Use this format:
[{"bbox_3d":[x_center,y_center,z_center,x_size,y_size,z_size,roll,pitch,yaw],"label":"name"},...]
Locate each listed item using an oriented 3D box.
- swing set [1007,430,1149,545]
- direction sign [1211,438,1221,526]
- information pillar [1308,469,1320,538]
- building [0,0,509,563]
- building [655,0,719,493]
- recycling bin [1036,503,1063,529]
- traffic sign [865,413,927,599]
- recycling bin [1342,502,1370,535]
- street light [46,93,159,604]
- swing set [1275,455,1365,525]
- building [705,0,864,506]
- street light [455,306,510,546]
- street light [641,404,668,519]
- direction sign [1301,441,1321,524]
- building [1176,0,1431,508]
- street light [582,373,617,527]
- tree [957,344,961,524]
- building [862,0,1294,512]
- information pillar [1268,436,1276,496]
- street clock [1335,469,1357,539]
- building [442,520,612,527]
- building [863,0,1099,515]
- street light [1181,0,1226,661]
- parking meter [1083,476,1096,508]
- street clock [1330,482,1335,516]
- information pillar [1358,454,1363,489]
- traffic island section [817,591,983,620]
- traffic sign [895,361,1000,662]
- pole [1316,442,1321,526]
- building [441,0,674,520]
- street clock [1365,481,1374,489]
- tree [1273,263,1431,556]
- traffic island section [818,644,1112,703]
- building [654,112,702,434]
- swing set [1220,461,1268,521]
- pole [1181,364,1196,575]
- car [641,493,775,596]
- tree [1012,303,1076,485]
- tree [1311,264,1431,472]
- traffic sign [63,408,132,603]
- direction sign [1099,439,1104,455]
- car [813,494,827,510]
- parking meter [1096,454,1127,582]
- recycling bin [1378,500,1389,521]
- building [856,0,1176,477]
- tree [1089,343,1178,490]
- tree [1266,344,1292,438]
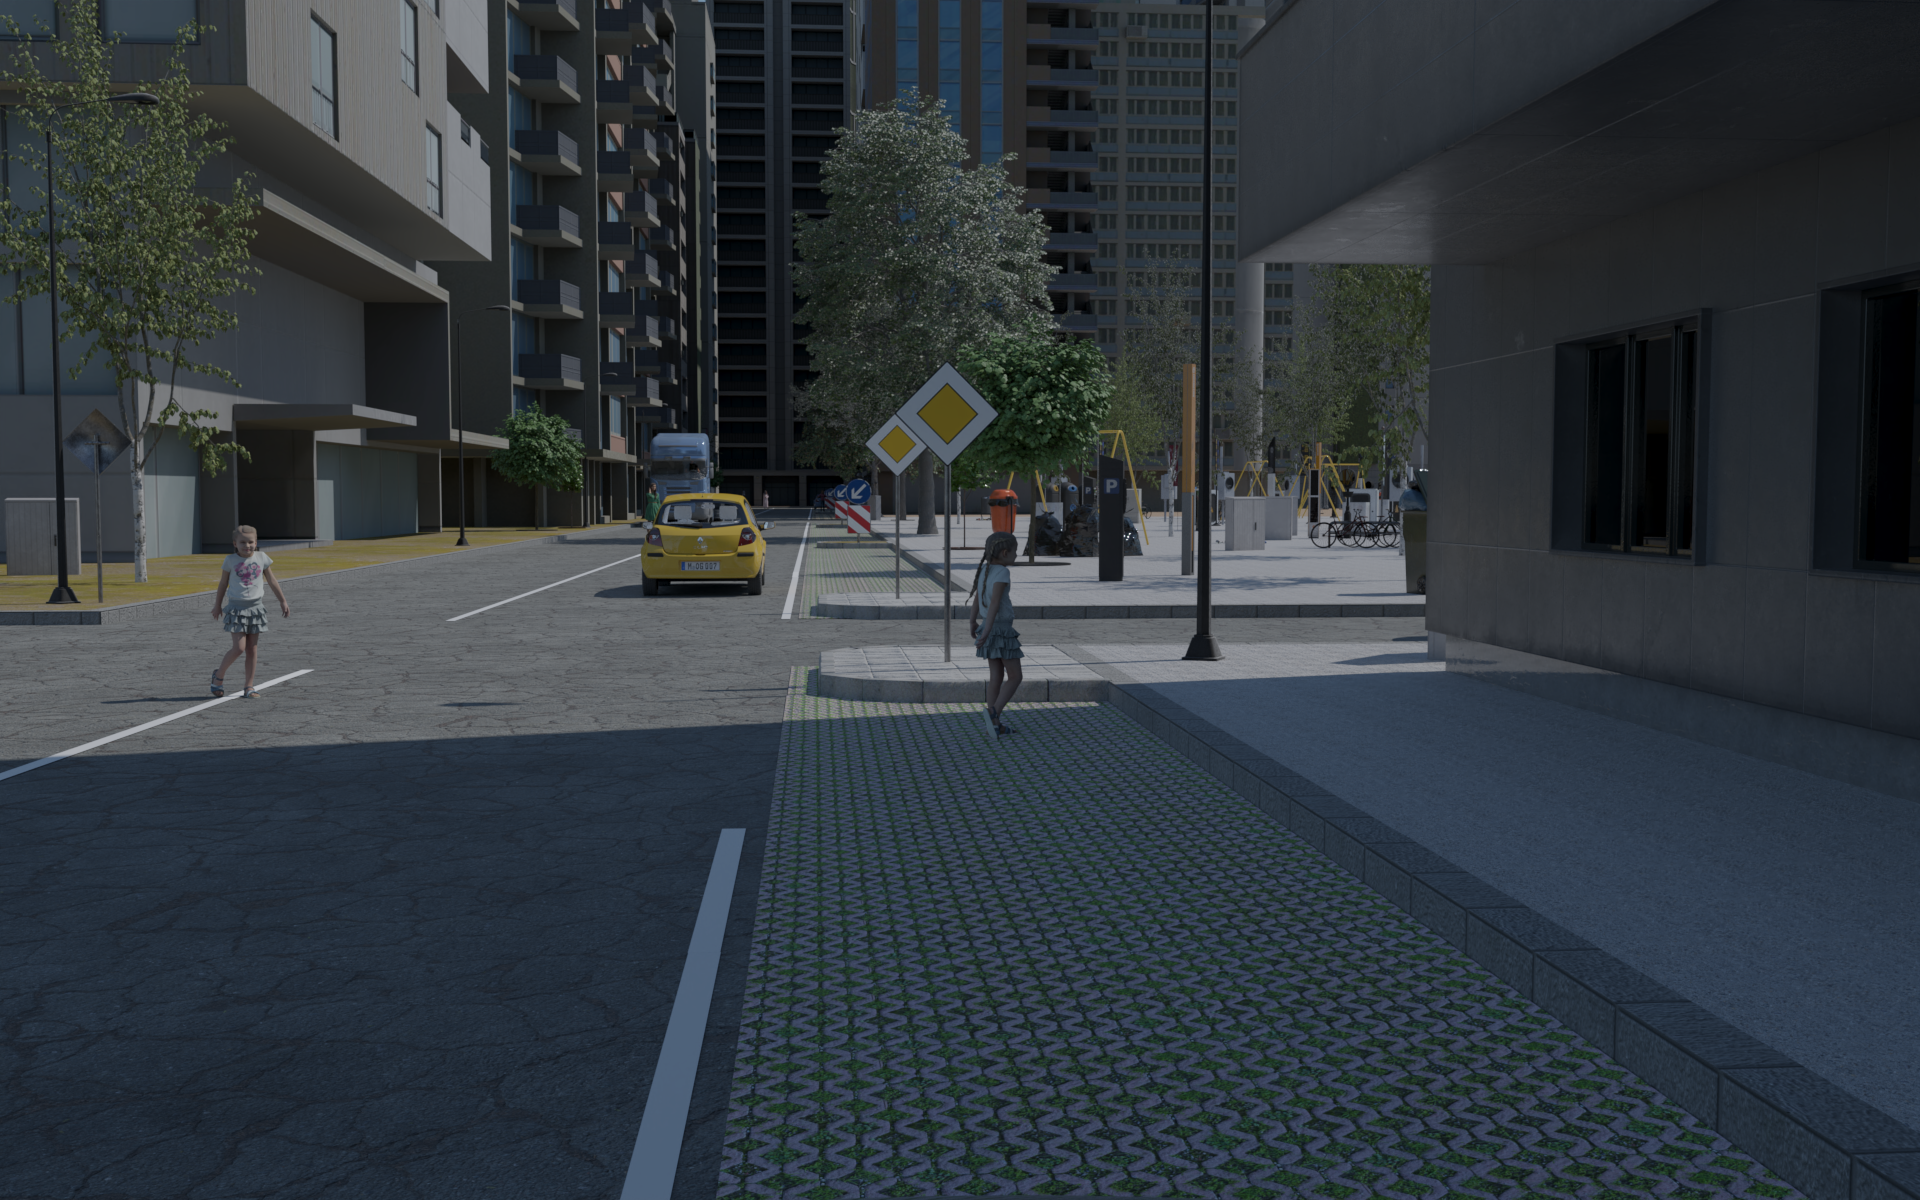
[{"bbox_3d":[2.687,-2.800,43.402,3.119,2.851,2.862,3,4,36],"label":"swing set"},{"bbox_3d":[10.294,-4.739,69.483,0.379,3.537,0.876,1,4,15],"label":"direction sign"},{"bbox_3d":[10.254,-2.796,50.204,0.304,2.012,0.304,0,4,6],"label":"information pillar"},{"bbox_3d":[-27.288,-27.689,41.949,28.713,52.752,27.495,0,4,-5],"label":"building"},{"bbox_3d":[-33.484,-32.728,158.803,21.600,48.544,21.300,0,4,-5],"label":"building"},{"bbox_3d":[2.583,-2.367,51.251,0.722,1.027,0.722,2,4,28],"label":"recycling bin"},{"bbox_3d":[-0.764,-1.069,21.118,0.795,2.450,0.064,0,4,-5],"label":"traffic sign"},{"bbox_3d":[12.153,-2.485,53.176,0.722,1.027,0.722,1,4,22],"label":"recycling bin"},{"bbox_3d":[-9.983,-2.914,20.187,1.470,5.913,1.316,0,4,-5],"label":"street light"},{"bbox_3d":[14.667,-4.487,70.983,2.862,2.851,3.119,0,4,-3],"label":"swing set"},{"bbox_3d":[-16.680,-45.888,188.527,20.611,71.187,20.563,0,4,-5],"label":"building"},{"bbox_3d":[-11.799,-4.298,42.808,1.470,5.913,1.316,0,4,-5],"label":"street light"},{"bbox_3d":[-15.705,-7.122,88.981,1.470,5.913,1.316,0,4,-5],"label":"street light"},{"bbox_3d":[15.090,-5.047,74.523,0.876,3.537,0.379,0,4,-2],"label":"direction sign"},{"bbox_3d":[35.160,-38.062,164.318,28.212,58.520,21.231,0,4,-5],"label":"building"},{"bbox_3d":[-13.848,-5.748,66.524,1.470,5.913,1.316,0,4,-5],"label":"street light"},{"bbox_3d":[-0.286,-7.532,73.517,4.737,8.622,4.395,0,3,0],"label":"tree"},{"bbox_3d":[8.671,-27.021,133.666,32.217,40.220,23.993,0,4,-5],"label":"building"},{"bbox_3d":[12.685,-4.840,70.496,0.183,3.616,0.504,-1,4,-18],"label":"information pillar"},{"bbox_3d":[11.150,-2.767,49.809,0.471,2.002,0.358,2,4,28],"label":"street clock"},{"bbox_3d":[-25.525,-25.930,78.579,22.147,44.769,28.867,0,4,-5],"label":"building"},{"bbox_3d":[0.905,-28.353,113.676,14.600,45.320,14.200,0,4,-5],"label":"building"},{"bbox_3d":[1.352,-2.489,13.232,1.470,5.913,1.316,0,4,-5],"label":"street light"},{"bbox_3d":[4.195,-3.062,55.773,0.399,1.863,0.255,2,4,32],"label":"parking meter"},{"bbox_3d":[21.100,-5.695,97.680,0.358,2.002,0.471,-1,4,-20],"label":"street clock"},{"bbox_3d":[20.999,-6.089,90.913,0.183,3.616,0.504,0,4,-3],"label":"information pillar"},{"bbox_3d":[-0.742,0.066,21.197,2.009,0.180,2.903,0,4,-5],"label":"traffic island section"},{"bbox_3d":[-0.098,-0.582,13.160,0.795,2.450,0.064,0,4,-5],"label":"traffic sign"},{"bbox_3d":[14.162,-4.564,68.472,0.158,3.312,0.155,0,3,0],"label":"pole"},{"bbox_3d":[-29.633,-27.767,108.611,22.147,44.769,28.867,0,4,-5],"label":"building"},{"bbox_3d":[22.859,-5.634,96.687,0.358,2.002,0.471,-3,4,-37],"label":"street clock"},{"bbox_3d":[8.983,-5.226,35.809,4.360,8.622,3.978,0,3,0],"label":"tree"},{"bbox_3d":[-0.075,0.553,13.239,2.009,0.180,2.903,0,4,-5],"label":"traffic island section"},{"bbox_3d":[-27.086,-21.962,130.782,14.160,30.474,14.107,0,4,-5],"label":"building"},{"bbox_3d":[14.120,-5.169,82.138,2.862,2.851,3.119,0,4,-7],"label":"swing set"},{"bbox_3d":[3.601,-2.045,27.279,0.158,3.312,0.155,0,3,0],"label":"pole"},{"bbox_3d":[-3.780,-0.959,25.897,2.015,1.641,3.980,0,4,-5],"label":"car"},{"bbox_3d":[2.966,-7.070,65.963,4.360,8.622,3.978,0,3,0],"label":"tree"},{"bbox_3d":[7.333,-4.626,26.002,4.737,8.622,4.395,0,3,0],"label":"tree"},{"bbox_3d":[-10.128,-1.022,20.357,0.795,2.450,0.064,0,4,-5],"label":"traffic sign"},{"bbox_3d":[5.830,-4.860,71.465,0.379,3.537,0.876,1,4,16],"label":"direction sign"},{"bbox_3d":[-12.505,-8.970,158.653,2.014,1.417,4.499,0,4,-5],"label":"car"},{"bbox_3d":[2.248,-1.209,25.482,0.399,1.863,0.255,1,4,9],"label":"parking meter"},{"bbox_3d":[19.179,-4.061,78.954,0.722,1.027,0.722,1,4,16],"label":"recycling bin"},{"bbox_3d":[4.253,-34.834,158.778,28.713,52.752,27.495,0,4,-5],"label":"building"},{"bbox_3d":[7.847,-8.201,84.450,4.737,8.622,4.395,0,3,0],"label":"tree"},{"bbox_3d":[15.766,-7.785,77.640,4.737,8.622,4.395,0,3,0],"label":"tree"}]
